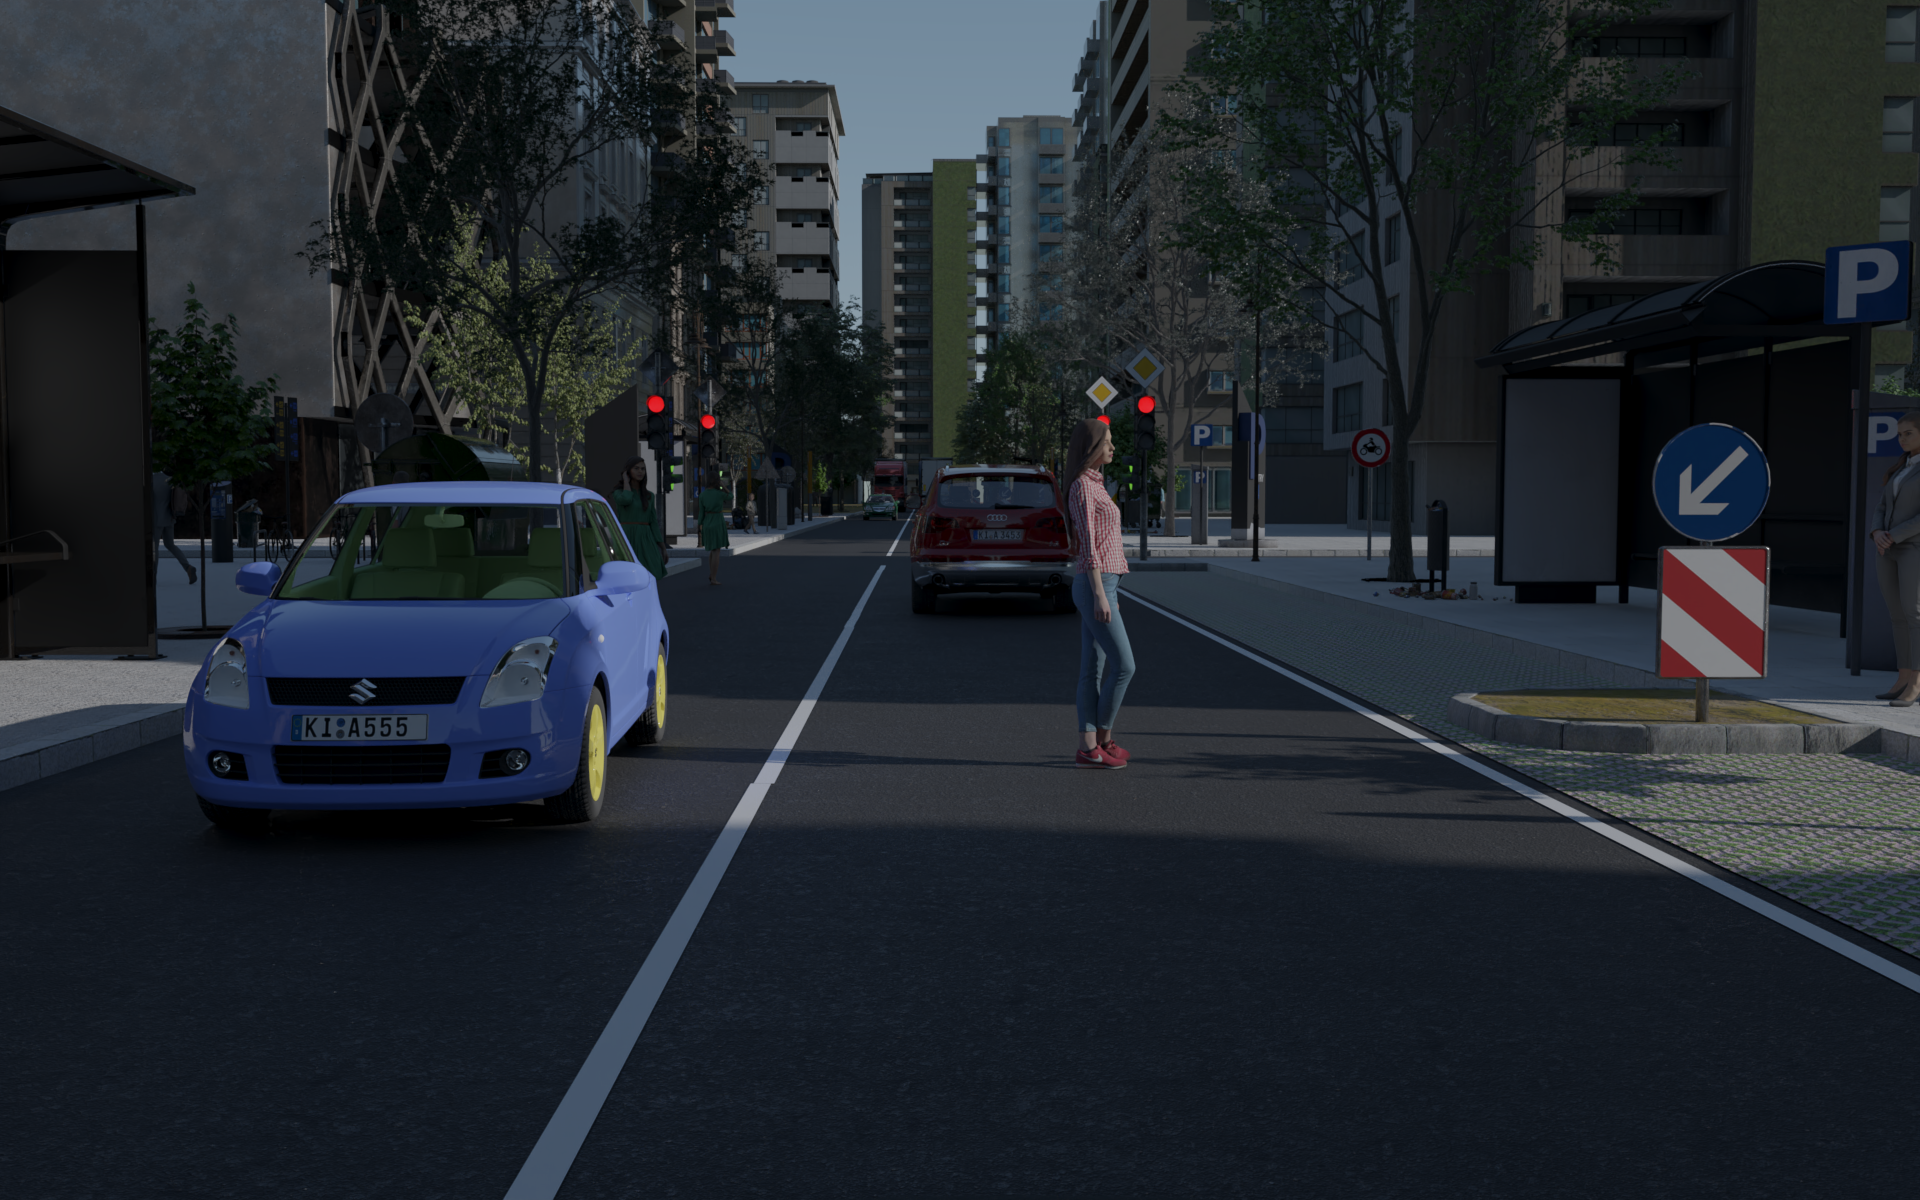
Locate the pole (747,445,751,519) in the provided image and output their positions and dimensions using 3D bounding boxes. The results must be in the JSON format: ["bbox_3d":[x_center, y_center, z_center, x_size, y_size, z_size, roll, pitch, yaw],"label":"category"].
[{"bbox_3d":[-8.790,-4.794,72.226,0.158,3.312,0.155,0,3,0],"label":"pole"}]

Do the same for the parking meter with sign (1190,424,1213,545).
[{"bbox_3d":[6.126,-2.926,44.099,0.543,3.016,1.738,0,4,7],"label":"parking meter with sign"}]

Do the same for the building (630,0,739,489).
[{"bbox_3d":[-28.557,-29.063,129.803,22.147,44.769,28.867,0,4,-1],"label":"building"}]

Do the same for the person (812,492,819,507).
[{"bbox_3d":[-14.909,-10.481,177.963,0.990,1.755,0.434,-1,4,-16],"label":"person"}]

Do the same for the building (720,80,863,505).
[{"bbox_3d":[-26.754,-38.661,221.343,27.495,52.752,28.713,0,4,-1],"label":"building"}]

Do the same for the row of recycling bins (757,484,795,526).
[{"bbox_3d":[-7.481,-3.907,70.989,1.069,1.692,3.534,1,4,8],"label":"row of recycling bins"}]

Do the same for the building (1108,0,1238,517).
[{"bbox_3d":[20.831,-29.461,105.391,21.300,48.544,21.600,0,4,-1],"label":"building"}]

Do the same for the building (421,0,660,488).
[{"bbox_3d":[-22.027,-18.017,80.487,13.634,28.700,20.117,0,4,-1],"label":"building"}]

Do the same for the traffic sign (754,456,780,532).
[{"bbox_3d":[-6.524,-3.582,58.567,0.884,2.594,0.081,0,4,0],"label":"traffic sign"}]

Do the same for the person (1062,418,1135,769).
[{"bbox_3d":[0.725,-0.031,9.015,0.388,1.821,0.555,0,4,-3],"label":"person"}]

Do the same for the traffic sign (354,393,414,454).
[{"bbox_3d":[-7.258,-1.328,21.822,0.768,2.556,0.104,0,4,5],"label":"traffic sign"}]

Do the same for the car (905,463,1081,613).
[{"bbox_3d":[0.410,-0.838,22.377,2.281,1.827,5.304,0,4,0],"label":"car"}]

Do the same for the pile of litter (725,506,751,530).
[{"bbox_3d":[-8.257,-2.973,62.574,1.719,0.858,1.176,-3,5,-43],"label":"pile of litter"}]

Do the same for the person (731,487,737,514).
[{"bbox_3d":[-14.249,-6.276,108.991,0.374,1.781,0.599,1,4,20],"label":"person"}]

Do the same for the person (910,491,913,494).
[{"bbox_3d":[-4.981,-10.068,173.826,0.721,1.743,1.217,3,5,41],"label":"person"}]

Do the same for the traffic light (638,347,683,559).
[{"bbox_3d":[-5.736,-2.702,33.097,0.839,4.253,0.868,0,4,-1],"label":"traffic light"}]

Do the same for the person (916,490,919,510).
[{"bbox_3d":[-3.883,-9.276,160.173,1.348,1.824,0.705,1,4,9],"label":"person"}]

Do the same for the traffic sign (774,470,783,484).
[{"bbox_3d":[-7.802,-4.358,73.384,0.606,2.300,0.079,0,4,6],"label":"traffic sign"}]

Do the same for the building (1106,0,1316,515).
[{"bbox_3d":[17.996,-27.395,131.506,14.154,41.232,14.086,0,4,-1],"label":"building"}]

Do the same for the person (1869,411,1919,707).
[{"bbox_3d":[5.780,-0.266,10.667,0.573,1.790,0.520,-2,4,-27],"label":"person"}]

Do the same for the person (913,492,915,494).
[{"bbox_3d":[-4.481,-9.685,168.316,0.415,1.643,0.593,-1,4,-21],"label":"person"}]

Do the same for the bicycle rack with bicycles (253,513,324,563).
[{"bbox_3d":[-11.993,-1.164,32.420,2.852,0.926,2.925,-1,4,-14],"label":"bicycle rack with bicycles"}]

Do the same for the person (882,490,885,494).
[{"bbox_3d":[-5.346,-6.868,121.737,0.436,1.711,0.756,-2,4,-29],"label":"person"}]

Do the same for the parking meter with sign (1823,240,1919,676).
[{"bbox_3d":[6.908,-1.008,12.735,0.543,3.016,1.738,3,5,44],"label":"parking meter with sign"}]

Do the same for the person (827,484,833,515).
[{"bbox_3d":[-7.854,-6.021,103.845,0.474,1.900,0.648,-2,4,-27],"label":"person"}]

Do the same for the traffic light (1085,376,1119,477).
[{"bbox_3d":[3.352,-3.203,41.294,0.839,4.253,0.868,0,4,-1],"label":"traffic light"}]

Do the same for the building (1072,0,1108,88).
[{"bbox_3d":[22.577,-33.560,168.312,23.786,49.044,30.456,0,4,-1],"label":"building"}]

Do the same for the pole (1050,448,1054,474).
[{"bbox_3d":[4.075,-5.062,76.602,0.158,3.312,0.155,0,3,0],"label":"pole"}]

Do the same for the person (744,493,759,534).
[{"bbox_3d":[-6.678,-2.768,55.576,0.640,1.303,0.475,1,4,22],"label":"person"}]

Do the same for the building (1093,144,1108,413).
[{"bbox_3d":[18.017,-22.888,145.925,14.160,30.474,14.107,0,4,-1],"label":"building"}]

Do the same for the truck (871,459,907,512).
[{"bbox_3d":[-5.559,-9.200,139.340,2.839,4.237,11.283,0,4,-1],"label":"truck"}]

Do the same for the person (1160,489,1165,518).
[{"bbox_3d":[10.820,-5.296,92.648,0.620,1.820,0.660,-1,4,-12],"label":"person"}]

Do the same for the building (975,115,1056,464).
[{"bbox_3d":[17.098,-36.653,218.883,30.456,49.044,23.786,0,4,-1],"label":"building"}]

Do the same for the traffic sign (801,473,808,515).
[{"bbox_3d":[-9.233,-6.154,100.723,0.768,2.556,0.104,0,4,7],"label":"traffic sign"}]

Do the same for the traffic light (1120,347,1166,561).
[{"bbox_3d":[3.523,-2.715,33.311,0.839,4.253,0.868,0,4,-1],"label":"traffic light"}]

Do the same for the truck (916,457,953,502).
[{"bbox_3d":[-2.017,-9.128,138.160,2.839,4.237,11.283,0,4,-3],"label":"truck"}]

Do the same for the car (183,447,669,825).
[{"bbox_3d":[-2.478,0.057,8.659,1.945,1.707,3.694,0,4,-3],"label":"car"}]

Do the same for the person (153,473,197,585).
[{"bbox_3d":[-11.253,-1.126,24.415,0.822,1.834,0.622,1,4,11],"label":"person"}]

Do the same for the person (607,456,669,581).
[{"bbox_3d":[-3.107,-0.479,16.573,0.529,1.795,0.600,3,5,40],"label":"person"}]

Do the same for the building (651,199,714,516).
[{"bbox_3d":[-20.701,-14.447,100.831,10.561,19.102,19.286,0,4,-1],"label":"building"}]

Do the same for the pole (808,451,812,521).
[{"bbox_3d":[-7.142,-5.417,82.404,0.158,3.312,0.155,0,3,0],"label":"pole"}]

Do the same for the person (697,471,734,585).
[{"bbox_3d":[-3.908,-1.143,27.428,0.600,1.795,0.529,0,4,7],"label":"person"}]

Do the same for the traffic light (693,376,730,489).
[{"bbox_3d":[-5.907,-3.190,41.081,0.839,4.253,0.868,0,4,-1],"label":"traffic light"}]

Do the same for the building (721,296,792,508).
[{"bbox_3d":[-31.948,-19.868,169.874,28.899,21.520,27.650,0,4,-1],"label":"building"}]

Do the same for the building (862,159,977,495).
[{"bbox_3d":[-5.065,-32.434,213.883,14.086,41.232,14.154,0,4,-1],"label":"building"}]

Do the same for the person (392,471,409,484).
[{"bbox_3d":[-5.565,-0.527,17.259,0.523,1.515,0.503,-1,4,-12],"label":"person"}]

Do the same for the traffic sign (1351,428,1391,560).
[{"bbox_3d":[7.917,-2.039,33.438,0.768,2.556,0.104,0,4,3],"label":"traffic sign"}]

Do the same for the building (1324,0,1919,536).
[{"bbox_3d":[20.298,-17.383,55.918,14.107,30.474,14.160,0,4,-1],"label":"building"}]

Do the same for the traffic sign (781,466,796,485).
[{"bbox_3d":[-7.815,-4.793,78.470,0.768,2.556,0.104,0,4,0],"label":"traffic sign"}]

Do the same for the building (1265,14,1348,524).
[{"bbox_3d":[19.749,-24.232,79.791,14.154,41.232,14.086,0,4,-1],"label":"building"}]

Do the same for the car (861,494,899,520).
[{"bbox_3d":[-4.387,-5.120,95.508,2.131,1.459,4.920,0,4,-1],"label":"car"}]

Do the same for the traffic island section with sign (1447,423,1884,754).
[{"bbox_3d":[4.062,-0.110,10.424,1.989,1.847,2.006,0,4,-1],"label":"traffic island section with sign"}]

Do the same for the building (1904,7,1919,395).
[{"bbox_3d":[48.938,-28.980,63.063,27.495,52.752,28.713,0,4,-1],"label":"building"}]
